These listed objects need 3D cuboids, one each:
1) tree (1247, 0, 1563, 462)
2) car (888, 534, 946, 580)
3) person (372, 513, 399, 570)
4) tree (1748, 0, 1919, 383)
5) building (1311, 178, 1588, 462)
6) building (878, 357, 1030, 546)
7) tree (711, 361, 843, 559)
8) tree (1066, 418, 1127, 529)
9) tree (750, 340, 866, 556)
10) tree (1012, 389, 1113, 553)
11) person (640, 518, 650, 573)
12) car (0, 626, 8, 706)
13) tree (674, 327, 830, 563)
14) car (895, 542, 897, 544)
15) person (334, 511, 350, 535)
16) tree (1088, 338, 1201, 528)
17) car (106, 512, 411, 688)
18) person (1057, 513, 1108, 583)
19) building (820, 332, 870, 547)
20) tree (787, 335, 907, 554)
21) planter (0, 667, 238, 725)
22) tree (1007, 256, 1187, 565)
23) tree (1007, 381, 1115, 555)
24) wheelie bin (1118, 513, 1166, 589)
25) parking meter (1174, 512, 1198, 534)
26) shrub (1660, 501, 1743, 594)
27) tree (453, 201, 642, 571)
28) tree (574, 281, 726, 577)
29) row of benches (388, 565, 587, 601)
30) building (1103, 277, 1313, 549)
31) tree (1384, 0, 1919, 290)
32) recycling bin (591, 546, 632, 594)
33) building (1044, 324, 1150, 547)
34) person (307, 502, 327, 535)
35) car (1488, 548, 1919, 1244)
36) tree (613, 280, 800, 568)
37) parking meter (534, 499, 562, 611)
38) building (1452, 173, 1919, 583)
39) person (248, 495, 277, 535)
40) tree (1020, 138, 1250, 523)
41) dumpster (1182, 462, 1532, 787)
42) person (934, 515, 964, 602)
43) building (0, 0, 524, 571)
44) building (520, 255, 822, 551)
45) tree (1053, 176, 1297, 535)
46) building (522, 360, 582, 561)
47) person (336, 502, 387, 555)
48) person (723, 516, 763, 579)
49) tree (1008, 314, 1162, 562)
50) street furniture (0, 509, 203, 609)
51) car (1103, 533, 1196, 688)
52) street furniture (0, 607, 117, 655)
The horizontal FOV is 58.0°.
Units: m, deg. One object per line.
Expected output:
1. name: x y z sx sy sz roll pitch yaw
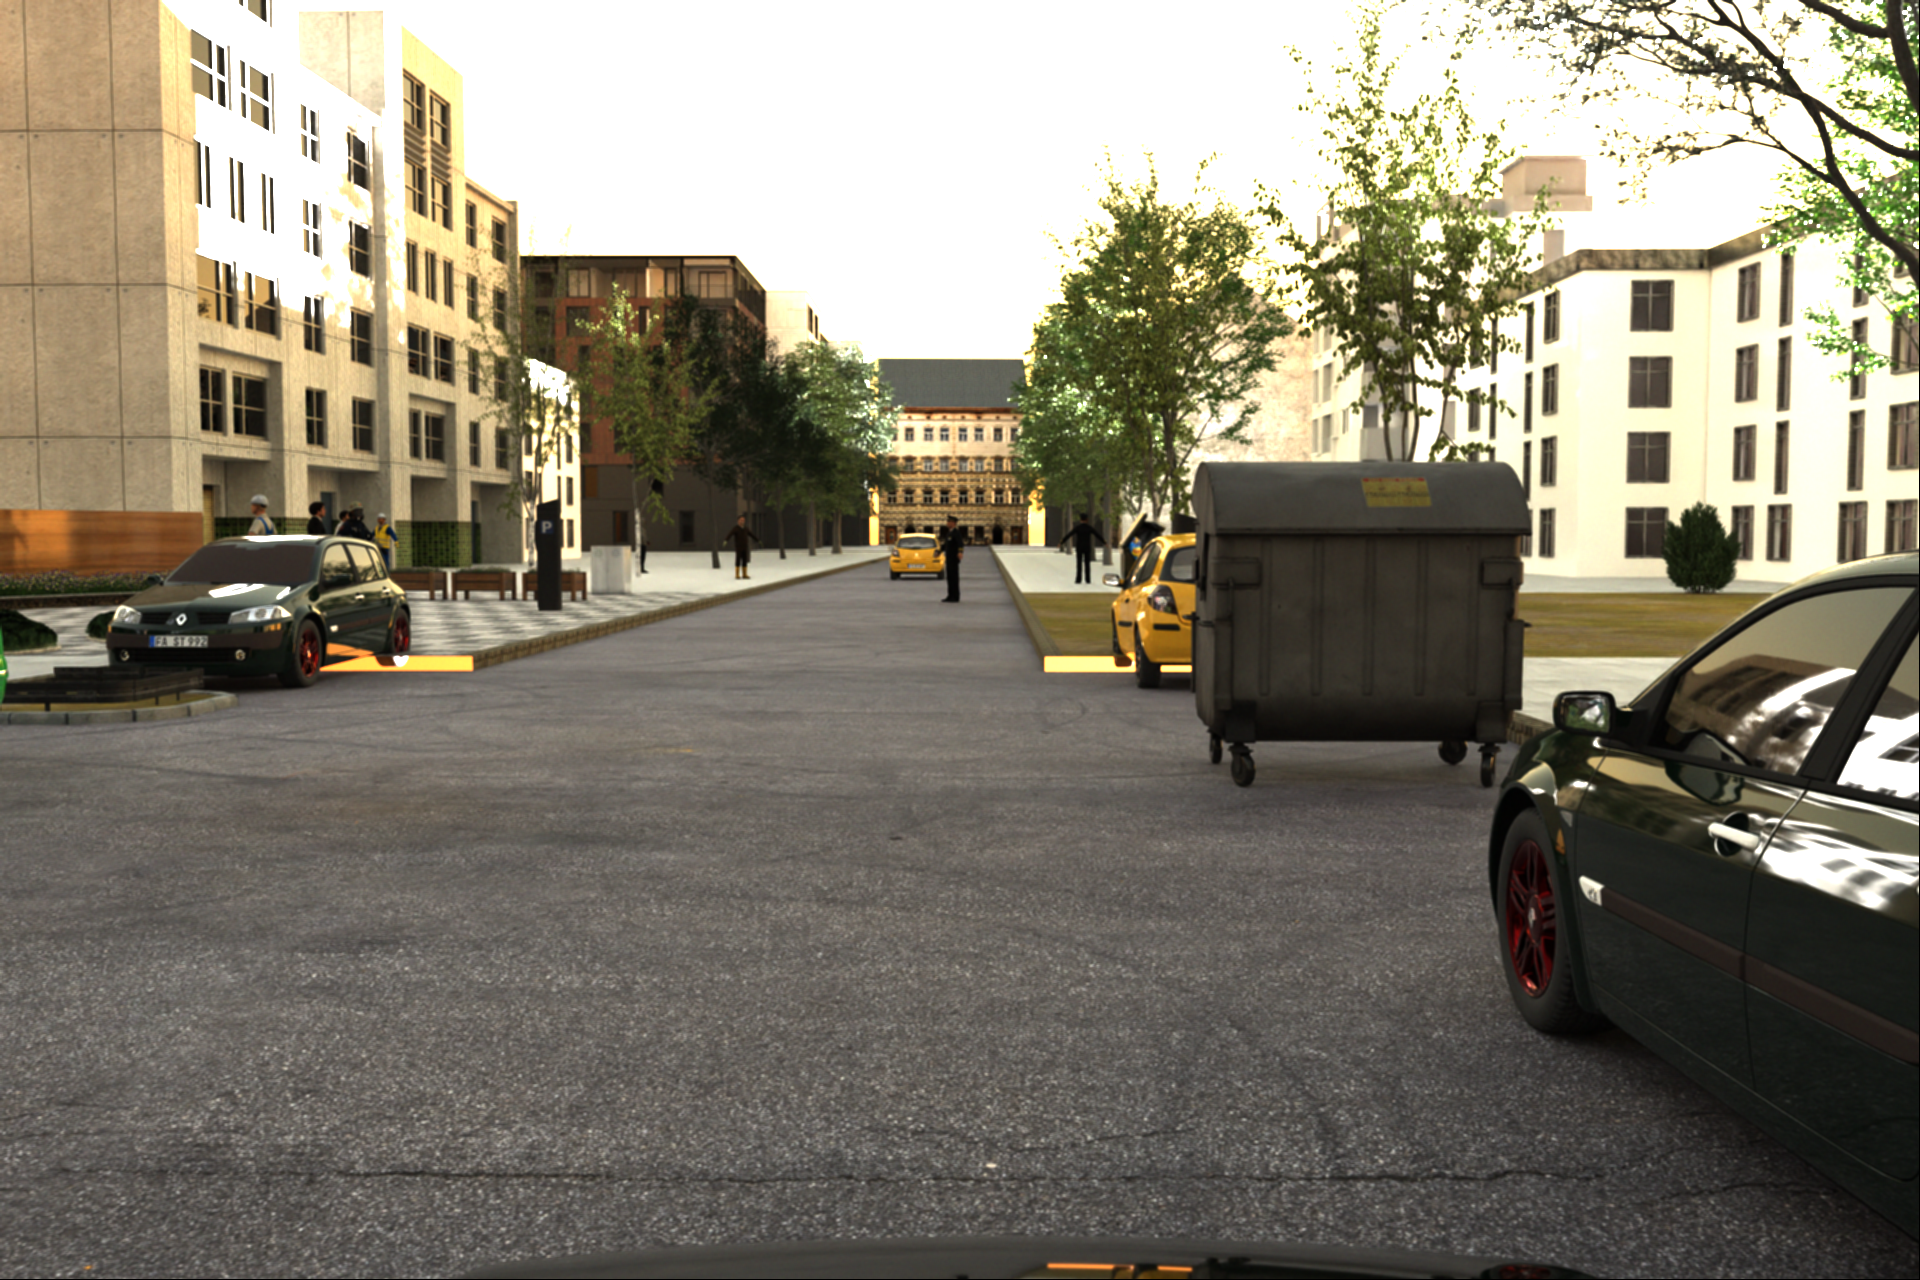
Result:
1. tree: 5.969 -4.461 23.292 4.737 8.622 4.395 0 3 0
2. car: -1.336 -2.779 55.660 2.015 1.641 3.980 0 4 0
3. person: -15.465 -2.467 46.305 1.349 1.833 0.705 2 4 28
4. tree: 16.613 -6.249 27.920 9.928 11.665 9.643 0 3 0
5. building: 25.393 -14.819 98.714 16.016 20.090 11.380 0 4 1
6. building: -1.118 -23.332 214.858 18.063 23.208 19.493 0 4 -2
7. tree: -9.419 -9.436 88.694 7.601 10.594 8.767 1 4 12
8. tree: 7.077 -8.595 90.892 4.737 8.622 4.395 0 3 0
9. tree: -9.058 -11.219 101.559 7.486 12.596 7.792 0 3 0
10. tree: 7.214 -11.864 119.726 9.928 11.665 9.643 0 3 0
11. person: -10.462 -3.122 57.174 0.705 1.813 1.348 -1 4 -20
12. car: -6.747 0.010 8.633 1.959 1.807 4.718 0 4 1
13. tree: -9.208 -8.741 77.324 7.601 10.594 8.767 -2 4 -34
14. car: -2.083 -4.458 84.684 2.131 1.459 4.920 0 4 1
15. person: -13.851 -2.014 39.121 0.705 1.806 1.347 0 4 5
16. tree: 6.368 -6.788 61.340 4.737 8.622 4.395 0 3 0
17. car: -6.905 -0.465 17.391 2.009 1.686 4.222 0 4 1
18. person: 3.207 -2.393 45.056 1.347 1.837 0.705 0 4 -4
19. building: -24.498 -20.614 181.010 27.936 21.610 32.646 0 4 1
20. tree: -8.049 -12.626 113.087 9.857 13.997 8.962 0 3 0
21. planter: -7.032 0.436 14.004 1.991 0.319 1.994 0 4 0
22. tree: 5.649 -9.318 70.480 7.486 12.596 7.792 0 3 0
23. tree: 6.480 -11.584 107.525 7.486 12.596 7.792 0 3 0
24. wheelie bin: 2.702 -1.084 25.635 0.693 1.594 0.980 0 4 -1
25. parking meter: 2.661 -0.714 20.089 0.372 1.533 0.369 0 3 0
26. shrub: 16.004 -2.018 37.410 1.690 2.028 1.600 0 3 0
27. tree: -9.902 -5.424 39.053 4.360 8.622 3.978 0 3 0
28. tree: -9.315 -6.166 51.183 4.737 8.622 4.395 0 3 0
29. row of benches: -9.324 -1.112 33.651 4.104 0.672 1.422 1 4 9
30. building: 22.979 -19.878 155.934 19.493 23.208 18.063 0 4 0
31. tree: 8.027 -6.310 13.535 12.009 13.543 11.850 0 3 0
32. recycling bin: -7.469 -1.502 37.104 0.722 1.027 0.722 0 4 2
33. building: 22.874 -20.850 184.878 27.936 21.610 32.646 0 4 1
34. person: -10.464 -1.354 28.327 0.705 1.806 1.347 -2 4 -26
35. car: 2.474 0.368 3.770 2.009 1.686 4.222 0 4 1
36. tree: -9.440 -7.948 64.369 7.601 10.594 8.767 0 4 -2
37. parking meter: -6.889 -1.423 28.972 0.399 1.863 0.255 0 4 0
38. building: 22.732 -6.665 51.122 9.099 9.664 28.070 0 4 1
39. person: -10.073 -1.164 24.892 0.705 1.847 1.347 0 4 3
40. tree: 3.477 -4.984 31.847 4.737 8.622 4.395 0 3 0
41. dumpster: 2.306 -0.126 10.279 1.865 1.857 1.264 0 4 1
42. person: -0.184 -1.721 36.526 0.705 1.837 1.347 -2 4 -23
43. building: -27.733 -11.783 59.107 16.747 18.905 31.486 0 4 2
44. building: -26.775 -18.312 143.378 27.936 21.610 32.646 0 4 0
45. tree: 6.279 -7.671 51.181 9.928 11.665 9.643 0 3 0
46. building: -25.014 -9.286 93.966 9.099 9.664 28.070 0 4 0
47. person: -10.788 -1.544 31.023 0.705 1.856 1.354 1 4 20
48. person: -6.245 -2.659 49.609 1.346 1.812 0.704 -3 5 -41
49. tree: 6.093 -9.495 80.995 9.928 11.665 9.643 0 3 0
50. street furniture: -18.032 -1.529 31.856 11.010 1.723 9.812 1 4 22
51. car: 2.495 -0.446 17.514 2.015 1.641 3.980 0 4 0
52. street furniture: -13.309 -0.298 20.501 10.072 0.657 5.734 0 4 2
